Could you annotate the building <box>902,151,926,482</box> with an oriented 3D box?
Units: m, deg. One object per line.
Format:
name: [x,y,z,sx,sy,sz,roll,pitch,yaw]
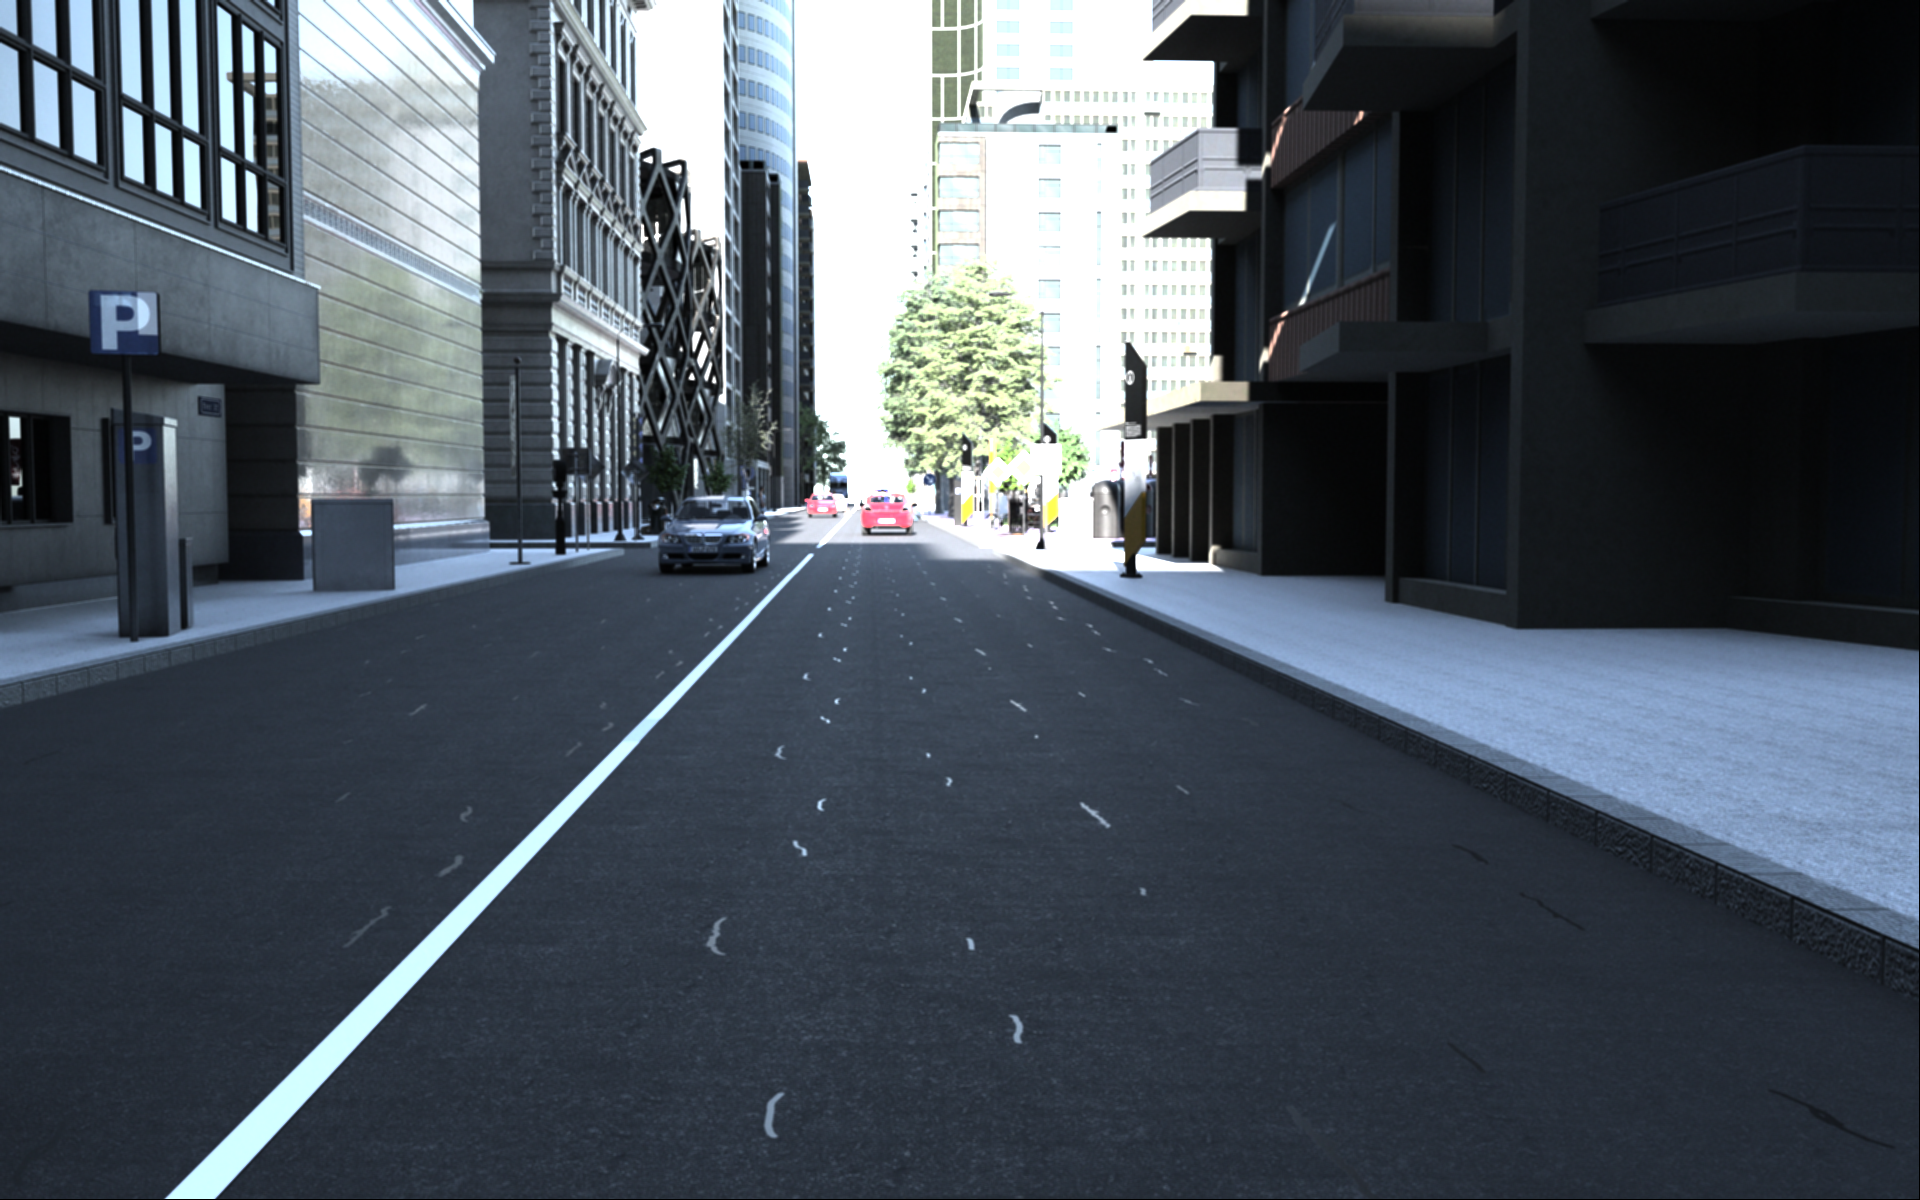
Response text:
building: [3.890,-38.136,243.129,23.786,49.044,30.456,0,4,-3]

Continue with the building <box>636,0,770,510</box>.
building: [-25.105,-42.349,130.658,20.563,71.187,20.611,0,4,-3]

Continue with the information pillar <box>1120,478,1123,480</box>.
information pillar: [7.545,-4.584,79.438,0.304,2.012,0.304,-2,4,-35]

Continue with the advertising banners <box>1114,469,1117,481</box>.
advertising banners: [9.592,-6.079,95.585,2.074,3.025,0.090,-2,4,-25]

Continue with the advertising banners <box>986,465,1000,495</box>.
advertising banners: [1.972,-6.615,104.350,0.090,3.025,2.074,2,4,26]

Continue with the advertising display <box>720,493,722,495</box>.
advertising display: [-17.024,-7.042,120.342,0.974,1.923,0.123,0,4,3]

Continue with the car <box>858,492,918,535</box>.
car: [-2.565,-3.220,61.694,2.155,1.783,4.494,0,4,-1]

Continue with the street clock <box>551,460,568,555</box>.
street clock: [-8.480,-1.966,36.718,0.358,2.002,0.471,-1,4,-21]

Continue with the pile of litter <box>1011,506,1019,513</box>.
pile of litter: [2.918,-5.165,98.406,1.176,0.858,1.719,0,4,4]

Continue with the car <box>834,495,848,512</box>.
car: [-10.092,-7.791,139.743,2.083,1.381,4.827,0,4,-2]

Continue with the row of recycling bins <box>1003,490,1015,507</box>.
row of recycling bins: [3.995,-7.024,121.954,1.069,1.692,3.534,-2,4,-24]

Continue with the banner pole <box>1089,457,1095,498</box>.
banner pole: [8.881,-7.751,116.740,0.401,3.779,0.863,3,5,41]

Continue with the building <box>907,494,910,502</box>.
building: [7.900,-35.417,270.947,32.217,40.220,23.993,0,4,-3]

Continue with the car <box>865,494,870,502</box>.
car: [-12.463,-14.367,246.700,2.131,1.459,4.920,0,4,-1]

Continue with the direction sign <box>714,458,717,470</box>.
direction sign: [-15.221,-7.108,108.215,0.379,3.537,0.876,-2,4,-27]

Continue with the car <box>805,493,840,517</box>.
car: [-8.548,-6.026,107.561,2.155,1.783,4.494,0,4,-5]

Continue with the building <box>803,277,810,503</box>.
building: [-32.441,-37.998,244.971,21.300,48.544,21.600,0,4,-3]

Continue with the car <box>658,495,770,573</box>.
car: [-4.636,-1.289,33.072,2.014,1.417,4.499,0,4,-1]

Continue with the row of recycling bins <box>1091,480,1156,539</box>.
row of recycling bins: [4.978,-2.665,50.681,1.069,1.692,3.534,3,4,39]

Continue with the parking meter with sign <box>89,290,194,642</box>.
parking meter with sign: [-7.381,-1.193,15.764,0.543,3.016,1.738,-1,4,-14]

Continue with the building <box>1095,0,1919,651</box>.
building: [14.464,-22.584,23.878,22.147,44.769,28.867,0,4,-3]

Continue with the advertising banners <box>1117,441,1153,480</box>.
advertising banners: [5.769,-3.665,56.117,0.090,3.025,2.074,-2,4,-28]

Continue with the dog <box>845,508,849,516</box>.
dog: [-7.394,-5.754,113.365,0.540,0.507,0.406,2,4,29]

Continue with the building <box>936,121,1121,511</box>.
building: [5.003,-22.417,138.211,14.160,30.474,14.107,0,4,-3]

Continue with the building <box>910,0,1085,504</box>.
building: [4.074,-47.626,216.942,20.563,71.187,20.611,0,4,-3]

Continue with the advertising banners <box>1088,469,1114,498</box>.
advertising banners: [9.897,-7.570,119.957,2.074,3.025,0.090,1,4,16]

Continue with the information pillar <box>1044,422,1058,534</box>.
information pillar: [2.928,-3.974,56.328,0.504,3.616,0.183,2,4,26]

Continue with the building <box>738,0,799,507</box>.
building: [-26.982,-38.376,169.446,21.231,58.520,28.212,0,4,-3]

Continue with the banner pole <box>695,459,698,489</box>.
banner pole: [-16.553,-7.216,108.004,0.401,3.779,0.863,-3,5,-39]

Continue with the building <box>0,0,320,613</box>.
building: [-15.339,-13.356,11.882,14.314,27.812,24.014,0,4,-3]

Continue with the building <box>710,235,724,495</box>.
building: [-21.933,-14.076,97.587,16.820,18.784,16.811,0,4,-3]

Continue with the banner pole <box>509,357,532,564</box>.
banner pole: [-8.176,-2.561,31.886,0.401,3.779,0.863,-2,4,-27]

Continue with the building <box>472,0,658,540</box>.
building: [-16.627,-13.950,56.958,11.050,23.489,19.941,0,4,-3]

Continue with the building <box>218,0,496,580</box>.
building: [-19.836,-14.986,30.922,20.117,28.700,13.634,0,4,-3]

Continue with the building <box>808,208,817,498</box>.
building: [-28.995,-37.494,263.139,14.600,45.320,14.200,0,4,-3]

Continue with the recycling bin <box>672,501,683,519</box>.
recycling bin: [-13.947,-4.506,86.223,0.722,1.027,0.722,-1,4,-17]

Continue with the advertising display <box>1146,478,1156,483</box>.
advertising display: [7.725,-3.863,68.366,0.974,1.923,0.123,1,4,11]

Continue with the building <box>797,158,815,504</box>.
building: [-29.862,-34.580,220.000,22.147,44.769,28.867,0,4,-3]

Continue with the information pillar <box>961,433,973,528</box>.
information pillar: [0.276,-4.575,66.152,0.504,3.616,0.183,3,5,42]

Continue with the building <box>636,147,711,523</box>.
building: [-20.267,-12.711,75.280,16.820,18.784,16.811,0,4,-3]

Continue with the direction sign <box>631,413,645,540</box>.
direction sign: [-9.041,-3.459,48.549,0.379,3.537,0.876,1,4,9]

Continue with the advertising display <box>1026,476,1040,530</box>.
advertising display: [2.832,-3.516,62.706,0.974,1.923,0.123,-2,4,-30]

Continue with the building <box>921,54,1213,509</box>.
building: [12.757,-28.473,157.412,32.217,40.220,23.993,0,4,-3]

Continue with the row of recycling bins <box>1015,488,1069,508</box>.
row of recycling bins: [5.510,-6.425,112.158,3.534,1.692,1.069,2,4,35]

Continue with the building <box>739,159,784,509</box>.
building: [-22.665,-23.099,149.377,14.160,30.474,14.107,0,4,-3]

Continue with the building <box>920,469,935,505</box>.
building: [10.010,-20.756,184.397,27.650,21.520,28.899,0,4,-3]

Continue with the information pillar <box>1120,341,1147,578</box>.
information pillar: [2.673,-2.148,26.471,0.183,3.616,0.504,-2,4,-29]

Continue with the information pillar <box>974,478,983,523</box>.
information pillar: [0.824,-4.462,77.444,0.304,2.012,0.304,-3,4,-37]

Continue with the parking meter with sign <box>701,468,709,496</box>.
parking meter with sign: [-16.686,-7.312,115.809,0.543,3.016,1.738,-2,4,-34]
